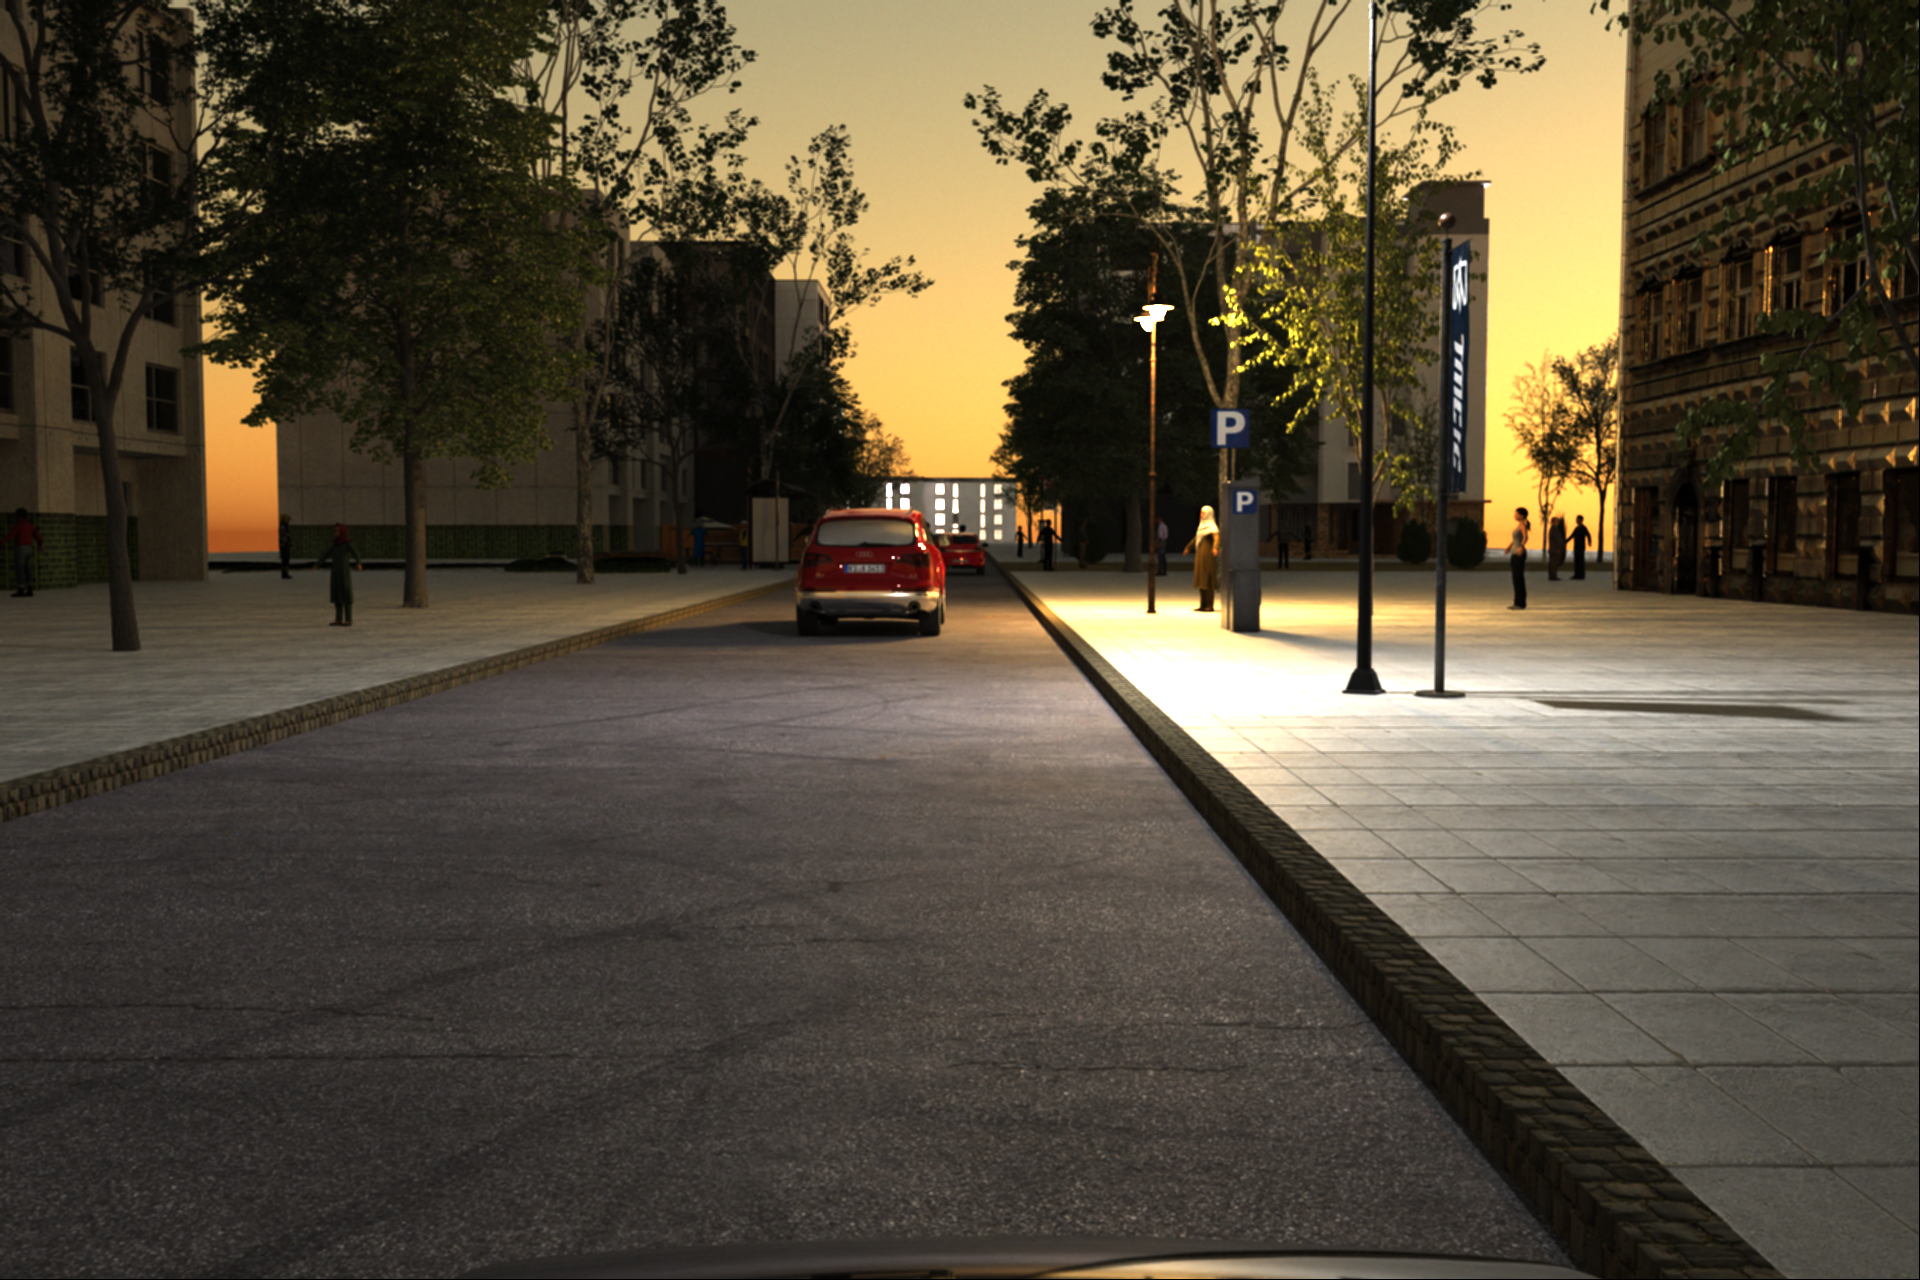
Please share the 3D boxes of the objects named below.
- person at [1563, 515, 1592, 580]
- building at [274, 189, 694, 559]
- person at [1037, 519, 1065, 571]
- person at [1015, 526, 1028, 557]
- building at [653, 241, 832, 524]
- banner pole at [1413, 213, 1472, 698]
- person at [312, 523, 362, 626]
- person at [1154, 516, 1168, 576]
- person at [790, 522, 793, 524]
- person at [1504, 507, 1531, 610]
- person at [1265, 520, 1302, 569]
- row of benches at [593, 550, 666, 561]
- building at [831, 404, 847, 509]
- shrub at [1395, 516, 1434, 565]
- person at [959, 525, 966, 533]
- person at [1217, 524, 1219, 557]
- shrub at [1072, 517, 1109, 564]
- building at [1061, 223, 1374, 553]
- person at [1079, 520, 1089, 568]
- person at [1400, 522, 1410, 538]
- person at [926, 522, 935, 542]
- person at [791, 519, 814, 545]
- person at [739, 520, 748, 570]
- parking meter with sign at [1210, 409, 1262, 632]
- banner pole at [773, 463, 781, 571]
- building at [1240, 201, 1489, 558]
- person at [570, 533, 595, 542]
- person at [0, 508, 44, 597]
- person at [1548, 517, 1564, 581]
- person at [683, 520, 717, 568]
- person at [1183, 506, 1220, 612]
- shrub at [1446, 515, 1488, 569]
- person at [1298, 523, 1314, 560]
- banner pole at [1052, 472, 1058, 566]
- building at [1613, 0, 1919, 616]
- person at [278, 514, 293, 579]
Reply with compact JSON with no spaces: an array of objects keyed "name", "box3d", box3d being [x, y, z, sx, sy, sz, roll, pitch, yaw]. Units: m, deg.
[{"name":"person","box3d":[17.489,-2.625,48.973,0.704,1.823,1.345,-1,4,-14]},{"name":"building","box3d":[-26.870,-14.574,104.750,16.747,18.905,31.486,0,4,0]},{"name":"person","box3d":[3.108,-3.320,60.508,0.704,1.802,1.346,-3,5,-42]},{"name":"person","box3d":[3.388,-5.424,95.395,0.721,1.740,1.216,2,4,34]},{"name":"building","box3d":[-25.354,-17.942,137.319,27.936,21.610,32.646,0,4,0]},{"name":"banner pole","box3d":[3.797,-1.429,13.384,0.401,3.779,0.863,0,4,0]},{"name":"person","box3d":[-8.690,-0.916,24.192,0.989,1.438,0.599,2,4,31]},{"name":"person","box3d":[6.041,-2.884,53.070,0.599,1.838,0.709,2,4,24]},{"name":"person","box3d":[-8.174,-4.777,83.959,1.347,1.847,0.705,2,4,33]},{"name":"person","box3d":[9.452,-1.389,29.515,0.721,1.737,1.217,0,4,7]},{"name":"person","box3d":[12.061,-3.574,64.565,1.348,1.813,0.705,0,4,7]},{"name":"row of benches","box3d":[-13.231,-3.200,67.782,1.422,0.672,4.104,3,4,37]},{"name":"building","box3d":[-24.322,-22.294,230.959,16.747,18.905,31.486,0,4,-1]},{"name":"shrub","box3d":[19.220,-4.209,73.238,1.690,2.028,1.600,0,3,0]},{"name":"person","box3d":[0.164,-4.164,76.684,0.704,1.843,1.345,-1,4,-18]},{"name":"person","box3d":[14.229,-5.468,95.340,0.705,1.837,1.347,-2,4,-23]},{"name":"shrub","box3d":[5.535,-4.225,73.505,1.690,2.028,1.600,0,3,0]},{"name":"building","box3d":[21.424,-17.510,130.256,27.936,21.610,32.646,0,4,0]},{"name":"person","box3d":[4.669,-3.632,65.652,0.705,1.796,1.348,0,4,-6]},{"name":"person","box3d":[21.390,-4.716,82.879,0.705,1.858,1.354,2,4,32]},{"name":"person","box3d":[-1.094,-2.820,54.743,0.705,1.806,1.347,-2,4,-32]},{"name":"person","box3d":[-5.224,-3.322,60.448,1.346,1.812,0.704,0,4,3]},{"name":"person","box3d":[-7.798,-3.385,61.811,0.721,1.772,1.216,-1,4,-8]},{"name":"parking meter with sign","box3d":[3.754,-1.656,23.333,0.543,3.016,1.738,0,4,0]},{"name":"banner pole","box3d":[-6.444,-4.355,61.228,0.401,3.779,0.863,0,4,2]},{"name":"building","box3d":[22.125,-15.204,105.007,16.016,20.090,11.380,0,4,1]},{"name":"person","box3d":[-18.583,-4.856,85.360,1.349,1.833,0.705,1,4,15]},{"name":"person","box3d":[-19.153,-1.788,35.345,0.704,1.816,1.345,1,4,13]},{"name":"person","box3d":[16.491,-2.527,47.916,0.434,1.755,0.990,1,4,10]},{"name":"person","box3d":[-9.959,-3.673,66.185,1.347,1.817,0.704,-2,4,-24]},{"name":"person","box3d":[3.977,-1.329,28.508,0.721,1.736,1.217,-1,4,-17]},{"name":"shrub","box3d":[18.586,-3.624,63.674,1.690,2.028,1.600,0,3,0]},{"name":"person","box3d":[17.390,-4.950,86.704,0.705,1.856,1.354,3,5,43]},{"name":"banner pole","box3d":[3.797,-4.807,68.610,0.401,3.779,0.863,0,4,0]},{"name":"building","box3d":[24.240,-12.178,30.040,19.493,23.208,18.063,0,4,0]},{"name":"person","box3d":[-19.440,-2.703,49.965,0.704,1.858,1.351,-1,4,-16]}]
